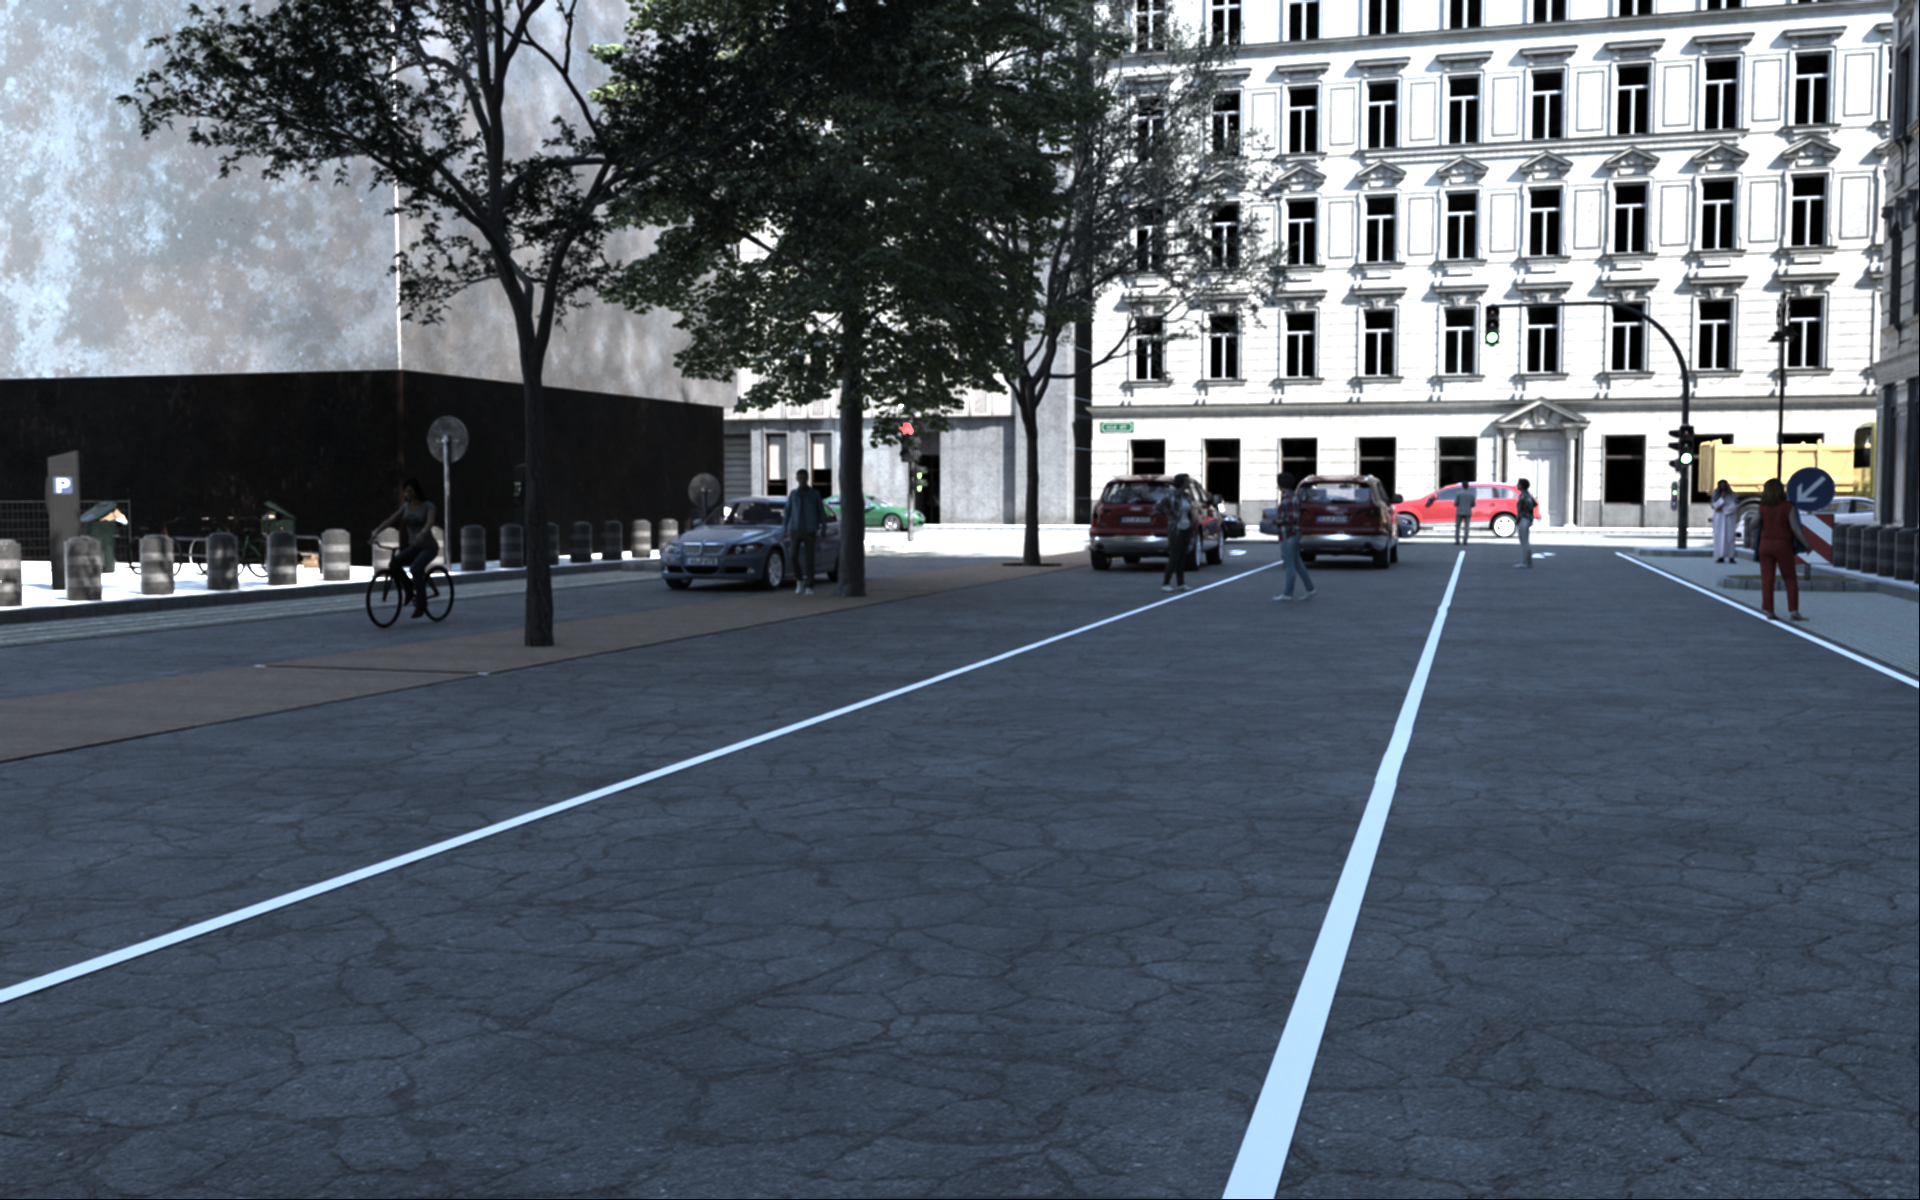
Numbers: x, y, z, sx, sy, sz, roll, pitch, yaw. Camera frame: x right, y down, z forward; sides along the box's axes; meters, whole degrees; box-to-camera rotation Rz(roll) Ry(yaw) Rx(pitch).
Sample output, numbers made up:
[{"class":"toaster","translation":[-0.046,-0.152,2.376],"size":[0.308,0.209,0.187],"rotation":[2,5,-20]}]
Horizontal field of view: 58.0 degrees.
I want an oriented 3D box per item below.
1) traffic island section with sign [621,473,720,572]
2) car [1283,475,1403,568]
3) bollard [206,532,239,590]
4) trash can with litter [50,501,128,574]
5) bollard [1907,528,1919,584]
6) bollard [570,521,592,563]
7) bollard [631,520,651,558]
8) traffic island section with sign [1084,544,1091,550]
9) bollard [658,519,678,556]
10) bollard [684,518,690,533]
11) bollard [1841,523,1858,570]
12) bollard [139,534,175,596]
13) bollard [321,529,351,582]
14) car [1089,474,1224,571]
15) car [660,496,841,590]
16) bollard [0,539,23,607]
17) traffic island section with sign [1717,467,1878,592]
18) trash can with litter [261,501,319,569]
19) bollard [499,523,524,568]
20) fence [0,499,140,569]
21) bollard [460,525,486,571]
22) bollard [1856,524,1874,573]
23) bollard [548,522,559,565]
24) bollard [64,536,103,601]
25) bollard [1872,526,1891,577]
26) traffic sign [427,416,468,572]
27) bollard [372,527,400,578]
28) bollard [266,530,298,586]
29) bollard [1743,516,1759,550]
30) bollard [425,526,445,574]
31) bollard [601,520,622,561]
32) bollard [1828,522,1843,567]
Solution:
[{"class":"traffic island section with sign","translation":[-5.027,-1.463,32.541],"size":[1.989,1.847,2.006],"rotation":[1,4,17]},{"class":"car","translation":[7.773,-1.618,35.124],"size":[2.281,1.827,5.304],"rotation":[1,4,17]},{"class":"bollard","translation":[-9.886,-0.520,23.215],"size":[0.404,0.777,0.398],"rotation":[0,3,0]},{"class":"trash can with litter","translation":[-13.951,-0.999,27.725],"size":[0.624,1.170,1.055],"rotation":[2,4,26]},{"class":"bollard","translation":[14.175,-0.680,25.835],"size":[0.404,0.777,0.398],"rotation":[0,3,0]},{"class":"bollard","translation":[-7.102,-1.084,32.442],"size":[0.404,0.777,0.398],"rotation":[0,3,0]},{"class":"bollard","translation":[-6.405,-1.226,34.756],"size":[0.404,0.777,0.398],"rotation":[0,3,0]},{"class":"traffic island section with sign","translation":[4.395,-2.226,44.525],"size":[2.006,1.907,1.989],"rotation":[1,4,17]},{"class":"bollard","translation":[-6.050,-1.297,35.923],"size":[0.404,0.777,0.398],"rotation":[0,3,0]},{"class":"bollard","translation":[-5.698,-1.368,37.082],"size":[0.404,0.777,0.398],"rotation":[0,3,0]},{"class":"bollard","translation":[15.220,-0.891,29.292],"size":[0.404,0.777,0.398],"rotation":[0,3,0]},{"class":"bollard","translation":[-10.228,-0.449,22.062],"size":[0.404,0.777,0.398],"rotation":[0,3,0]},{"class":"bollard","translation":[-9.191,-0.661,25.517],"size":[0.404,0.777,0.398],"rotation":[0,3,0]},{"class":"car","translation":[3.932,-1.554,34.089],"size":[2.281,1.827,5.304],"rotation":[1,4,16]},{"class":"car","translation":[-3.090,-0.943,27.428],"size":[2.014,1.417,4.499],"rotation":[1,4,18]},{"class":"bollard","translation":[-10.922,-0.308,19.753],"size":[0.404,0.777,0.398],"rotation":[0,3,0]},{"class":"traffic island section with sign","translation":[12.625,-1.078,26.254],"size":[1.989,1.847,2.006],"rotation":[1,4,17]},{"class":"trash can with litter","translation":[-11.474,-1.129,29.840],"size":[1.055,1.170,0.624],"rotation":[-1,4,-14]},{"class":"bollard","translation":[-7.801,-0.943,30.129],"size":[0.404,0.777,0.398],"rotation":[0,3,0]},{"class":"fence","translation":[-15.011,-1.092,29.054],"size":[0.480,1.192,2.264],"rotation":[3,5,44]},{"class":"bollard","translation":[-8.147,-0.872,28.978],"size":[0.404,0.777,0.398],"rotation":[0,3,0]},{"class":"bollard","translation":[14.872,-0.821,28.142],"size":[0.404,0.777,0.398],"rotation":[0,3,0]},{"class":"bollard","translation":[-7.451,-1.013,31.279],"size":[0.404,0.777,0.398],"rotation":[0,3,0]},{"class":"bollard","translation":[-10.580,-0.378,20.905],"size":[0.404,0.777,0.398],"rotation":[0,3,0]},{"class":"bollard","translation":[14.526,-0.750,26.985],"size":[0.404,0.777,0.398],"rotation":[0,3,0]},{"class":"traffic sign","translation":[-8.378,-1.724,28.296],"size":[0.768,2.556,0.104],"rotation":[1,4,17]},{"class":"bollard","translation":[-8.842,-0.731,26.676],"size":[0.404,0.777,0.398],"rotation":[0,3,0]},{"class":"bollard","translation":[-9.537,-0.590,24.366],"size":[0.404,0.777,0.398],"rotation":[0,3,0]},{"class":"bollard","translation":[18.702,-1.598,40.841],"size":[0.404,0.777,0.398],"rotation":[0,3,0]},{"class":"bollard","translation":[-8.493,-0.802,27.827],"size":[0.404,0.777,0.398],"rotation":[0,3,0]},{"class":"bollard","translation":[-6.755,-1.154,33.593],"size":[0.404,0.777,0.398],"rotation":[0,3,0]},{"class":"bollard","translation":[15.570,-0.962,30.442],"size":[0.404,0.777,0.398],"rotation":[0,3,0]}]
